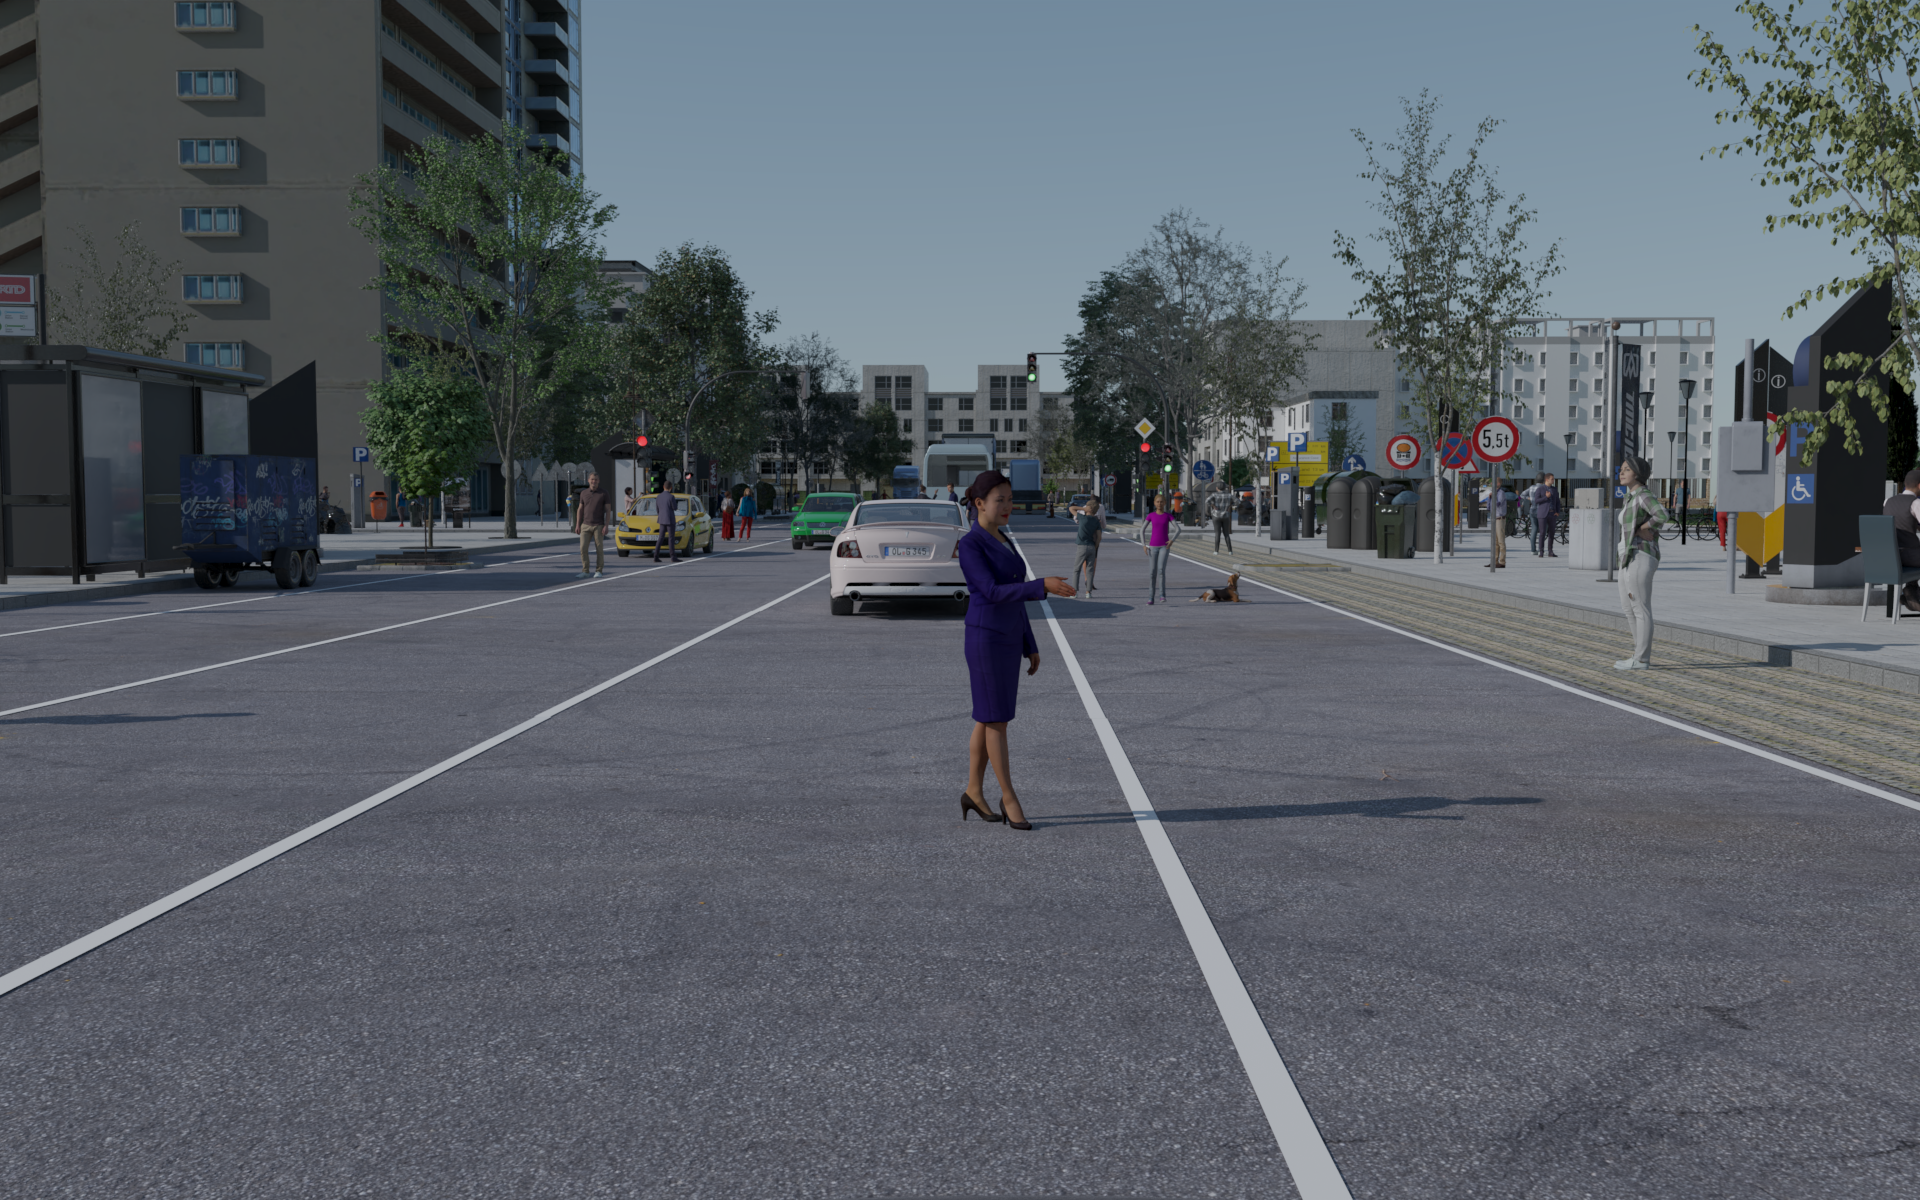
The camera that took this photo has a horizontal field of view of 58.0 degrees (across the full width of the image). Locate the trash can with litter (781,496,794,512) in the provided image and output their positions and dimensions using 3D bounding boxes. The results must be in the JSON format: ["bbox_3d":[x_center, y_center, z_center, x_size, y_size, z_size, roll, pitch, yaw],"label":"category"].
[{"bbox_3d":[-14.153,-7.737,137.561,1.678,1.210,2.233,-2,4,-35],"label":"trash can with litter"}]

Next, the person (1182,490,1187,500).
[{"bbox_3d":[23.898,-10.918,185.276,1.217,1.736,0.721,1,4,17],"label":"person"}]

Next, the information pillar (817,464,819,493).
[{"bbox_3d":[-11.178,-8.882,136.582,0.183,3.616,0.504,-1,4,-8],"label":"information pillar"}]

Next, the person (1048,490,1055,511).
[{"bbox_3d":[7.685,-8.387,146.152,0.617,1.759,0.750,0,4,-3],"label":"person"}]

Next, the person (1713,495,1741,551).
[{"bbox_3d":[17.280,-1.910,38.981,0.444,1.614,0.593,-3,4,-37],"label":"person"}]

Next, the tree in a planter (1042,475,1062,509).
[{"bbox_3d":[8.720,-10.311,165.808,1.991,3.239,1.994,0,4,1],"label":"tree in a planter"}]

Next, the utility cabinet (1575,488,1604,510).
[{"bbox_3d":[24.019,-3.516,66.157,0.318,1.500,1.173,-2,4,-27],"label":"utility cabinet"}]

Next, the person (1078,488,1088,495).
[{"bbox_3d":[10.597,-8.749,149.232,1.348,1.807,0.705,1,4,8],"label":"person"}]

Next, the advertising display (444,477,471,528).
[{"bbox_3d":[-18.811,-3.646,64.827,0.974,1.923,0.123,-1,4,-19],"label":"advertising display"}]

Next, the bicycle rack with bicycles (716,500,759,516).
[{"bbox_3d":[-13.436,-5.384,101.412,2.925,0.926,2.852,0,4,4],"label":"bicycle rack with bicycles"}]

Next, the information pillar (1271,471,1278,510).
[{"bbox_3d":[10.082,-3.100,55.174,0.304,2.012,0.304,0,4,-1],"label":"information pillar"}]

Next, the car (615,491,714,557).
[{"bbox_3d":[-6.888,-1.855,40.553,2.015,1.641,3.980,0,4,2],"label":"car"}]

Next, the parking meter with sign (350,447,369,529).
[{"bbox_3d":[-22.570,-4.202,64.961,0.543,3.016,1.738,-2,4,-27],"label":"parking meter with sign"}]

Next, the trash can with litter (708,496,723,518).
[{"bbox_3d":[-13.069,-4.960,92.485,1.055,1.170,0.624,-2,4,-33],"label":"trash can with litter"}]

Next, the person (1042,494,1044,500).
[{"bbox_3d":[8.976,-11.049,189.703,0.434,1.755,0.990,3,5,43],"label":"person"}]

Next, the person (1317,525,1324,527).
[{"bbox_3d":[14.306,-3.722,68.366,0.415,1.643,0.593,1,4,21],"label":"person"}]

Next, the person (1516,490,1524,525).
[{"bbox_3d":[22.552,-3.708,69.912,0.726,1.435,0.776,0,4,-6],"label":"person"}]

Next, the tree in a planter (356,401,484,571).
[{"bbox_3d":[-10.309,-2.208,33.329,1.991,3.239,1.994,0,4,1],"label":"tree in a planter"}]

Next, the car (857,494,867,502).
[{"bbox_3d":[-6.352,-5.404,100.159,2.131,1.459,4.920,0,4,2],"label":"car"}]

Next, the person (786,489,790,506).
[{"bbox_3d":[-18.574,-11.068,187.012,1.348,1.822,0.705,3,5,43],"label":"person"}]

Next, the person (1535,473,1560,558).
[{"bbox_3d":[11.894,-1.720,35.079,0.541,1.710,0.530,0,4,2],"label":"person"}]

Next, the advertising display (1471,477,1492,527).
[{"bbox_3d":[20.120,-3.757,66.648,0.974,1.923,0.123,3,5,44],"label":"advertising display"}]

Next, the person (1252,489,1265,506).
[{"bbox_3d":[13.470,-4.372,78.340,0.431,1.722,0.655,-3,5,-43],"label":"person"}]

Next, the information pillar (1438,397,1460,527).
[{"bbox_3d":[11.601,-3.049,41.211,0.504,3.616,0.183,1,4,19],"label":"information pillar"}]

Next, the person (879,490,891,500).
[{"bbox_3d":[-6.698,-8.913,154.196,1.348,1.831,0.705,-3,4,-38],"label":"person"}]

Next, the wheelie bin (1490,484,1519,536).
[{"bbox_3d":[16.805,-2.786,53.465,0.693,1.594,0.980,-2,4,-35],"label":"wheelie bin"}]

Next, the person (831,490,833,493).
[{"bbox_3d":[-14.109,-11.324,191.909,1.217,1.735,0.721,-1,4,-21],"label":"person"}]

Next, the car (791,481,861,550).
[{"bbox_3d":[-3.404,-2.273,45.961,1.959,1.807,4.718,0,4,2],"label":"car"}]

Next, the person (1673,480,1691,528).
[{"bbox_3d":[27.357,-3.638,65.651,0.598,1.807,0.434,3,5,41],"label":"person"}]

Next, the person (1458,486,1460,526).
[{"bbox_3d":[19.609,-3.718,68.541,0.444,1.614,0.593,1,4,22],"label":"person"}]

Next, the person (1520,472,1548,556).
[{"bbox_3d":[12.091,-1.800,36.191,0.376,1.734,0.841,-1,4,-14],"label":"person"}]

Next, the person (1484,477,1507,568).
[{"bbox_3d":[9.325,-1.346,30.112,0.319,1.574,0.516,0,4,3],"label":"person"}]

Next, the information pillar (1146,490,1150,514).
[{"bbox_3d":[11.896,-6.466,110.208,0.304,2.012,0.304,-1,4,-16],"label":"information pillar"}]

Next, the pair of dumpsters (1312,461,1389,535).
[{"bbox_3d":[11.813,-3.063,52.579,1.574,2.255,4.437,0,4,1],"label":"pair of dumpsters"}]

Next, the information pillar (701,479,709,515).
[{"bbox_3d":[-12.587,-4.947,85.379,0.304,2.012,0.304,-2,4,-28],"label":"information pillar"}]

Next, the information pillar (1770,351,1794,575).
[{"bbox_3d":[13.017,-2.207,27.438,0.504,3.616,0.183,1,4,19],"label":"information pillar"}]

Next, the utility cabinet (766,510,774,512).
[{"bbox_3d":[-13.368,-6.838,120.485,0.318,1.500,1.173,3,5,42],"label":"utility cabinet"}]

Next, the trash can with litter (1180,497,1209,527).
[{"bbox_3d":[9.255,-3.480,68.288,1.055,1.170,0.624,-1,4,-17],"label":"trash can with litter"}]

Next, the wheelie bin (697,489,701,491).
[{"bbox_3d":[-15.474,-5.745,101.832,0.980,1.594,0.693,-1,4,-21],"label":"wheelie bin"}]

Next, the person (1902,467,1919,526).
[{"bbox_3d":[16.236,-1.379,29.299,0.576,1.737,0.504,2,4,28],"label":"person"}]

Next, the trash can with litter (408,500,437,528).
[{"bbox_3d":[-20.678,-3.380,66.655,1.055,1.170,0.624,0,4,5],"label":"trash can with litter"}]

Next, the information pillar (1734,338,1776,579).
[{"bbox_3d":[11.940,-2.129,26.163,0.504,3.616,0.183,0,4,-1],"label":"information pillar"}]

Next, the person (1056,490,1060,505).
[{"bbox_3d":[11.974,-12.464,210.285,0.568,1.767,0.683,-3,5,-43],"label":"person"}]

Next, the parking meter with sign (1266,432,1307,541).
[{"bbox_3d":[9.148,-3.187,48.373,0.543,3.016,1.738,2,4,29],"label":"parking meter with sign"}]

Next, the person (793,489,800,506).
[{"bbox_3d":[-18.376,-11.469,193.692,0.705,1.807,1.348,2,4,32],"label":"person"}]

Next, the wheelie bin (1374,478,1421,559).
[{"bbox_3d":[8.670,-1.621,34.415,0.980,1.594,0.693,3,4,36],"label":"wheelie bin"}]

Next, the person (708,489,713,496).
[{"bbox_3d":[-23.188,-9.352,159.634,1.217,1.739,0.721,2,4,31],"label":"person"}]

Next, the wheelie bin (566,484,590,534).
[{"bbox_3d":[-12.316,-2.969,56.459,0.980,1.594,0.693,-1,4,-18],"label":"wheelie bin"}]

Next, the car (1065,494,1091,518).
[{"bbox_3d":[7.320,-5.610,103.732,2.014,1.417,4.499,0,4,1],"label":"car"}]

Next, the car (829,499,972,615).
[{"bbox_3d":[-0.634,-0.579,21.832,2.083,1.381,4.827,0,4,-1],"label":"car"}]

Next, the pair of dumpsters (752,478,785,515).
[{"bbox_3d":[-11.746,-6.335,106.064,1.574,2.255,4.437,0,4,1],"label":"pair of dumpsters"}]

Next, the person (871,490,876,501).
[{"bbox_3d":[-7.805,-9.017,156.383,0.683,1.767,0.568,2,4,35],"label":"person"}]

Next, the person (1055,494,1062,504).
[{"bbox_3d":[12.395,-12.840,218.448,1.348,1.823,0.705,-3,4,-39],"label":"person"}]

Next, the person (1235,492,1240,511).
[{"bbox_3d":[21.374,-7.797,133.659,0.434,1.807,0.598,2,4,27],"label":"person"}]
